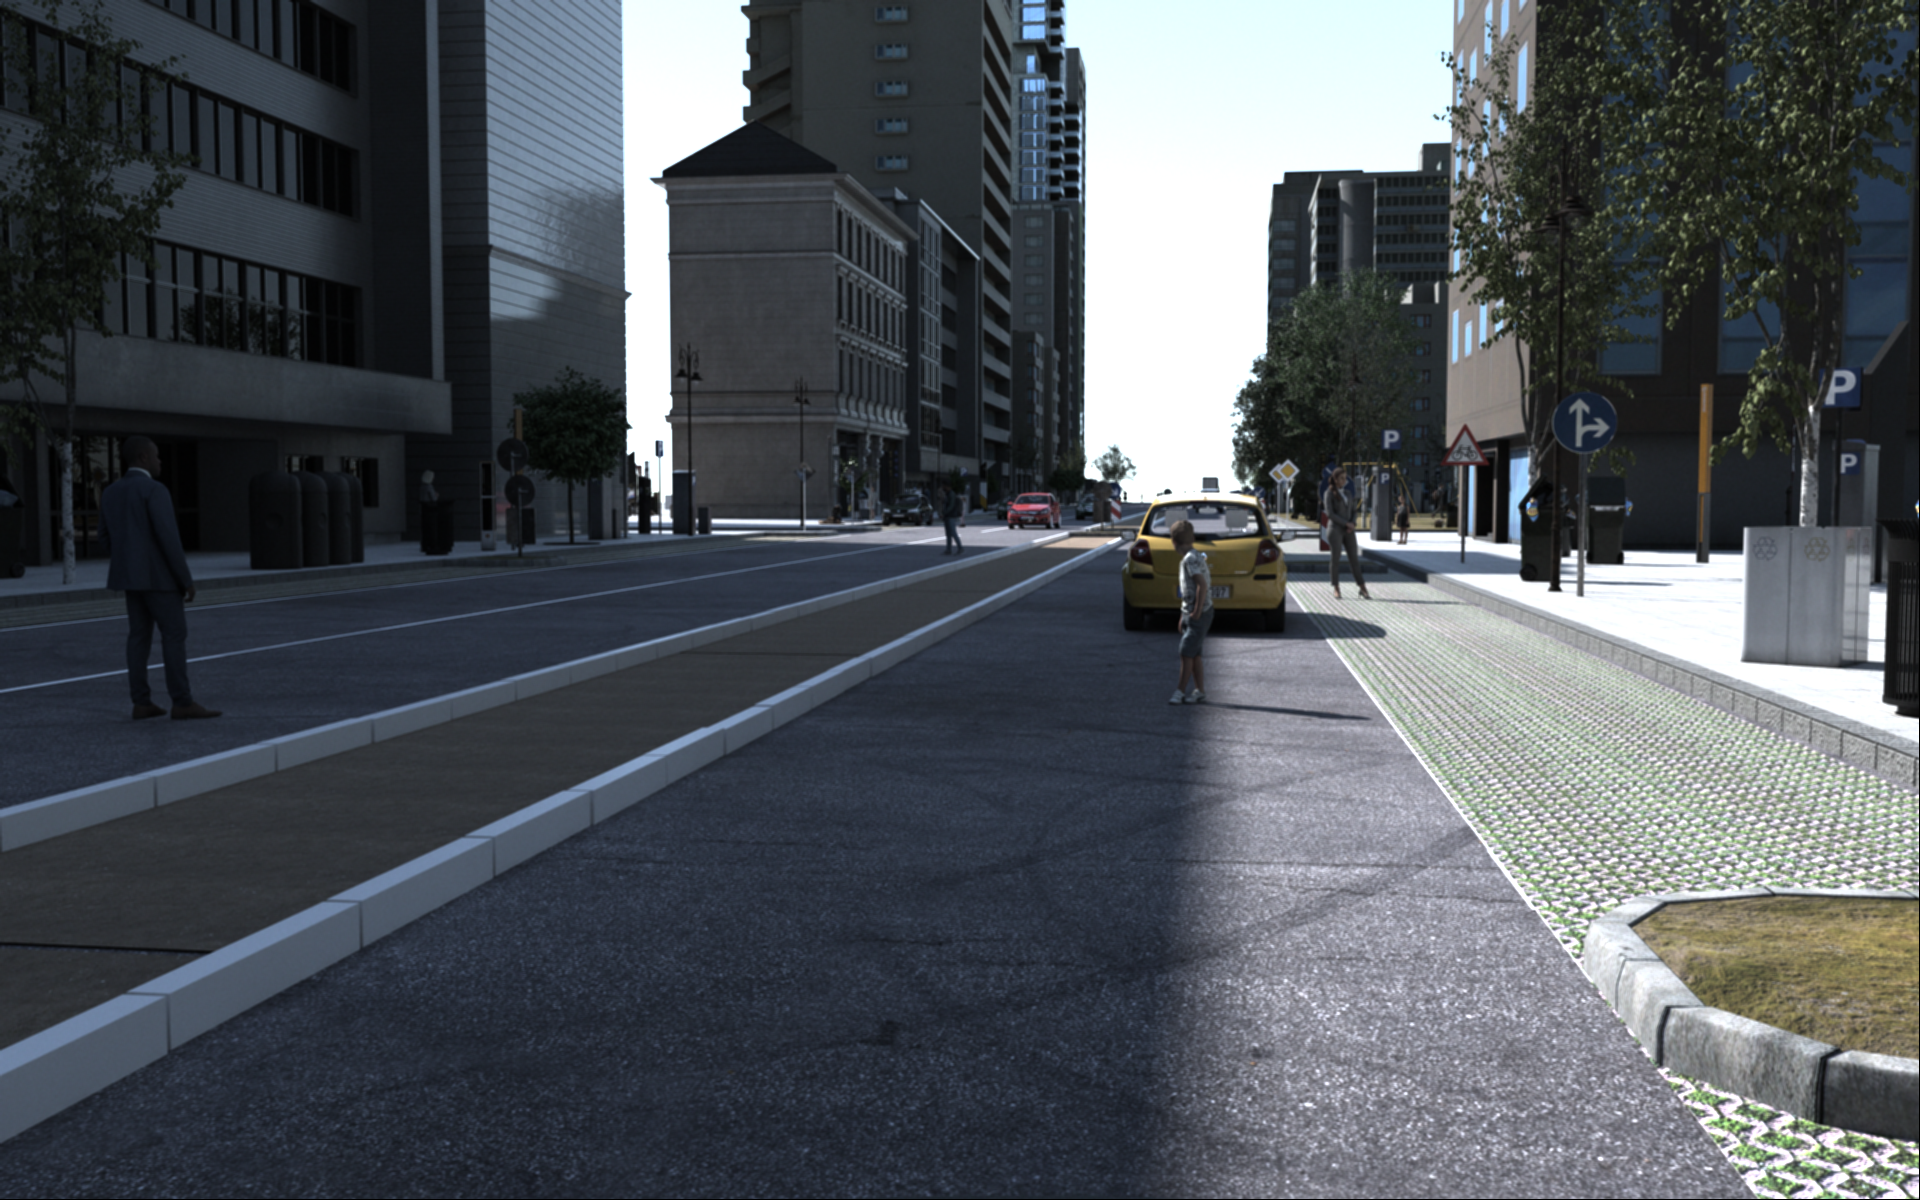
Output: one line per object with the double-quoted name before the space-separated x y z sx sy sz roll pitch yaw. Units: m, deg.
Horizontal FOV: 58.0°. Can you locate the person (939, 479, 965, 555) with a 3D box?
"person" -0.235 -1.939 40.558 0.721 1.781 0.623 -1 4 -20

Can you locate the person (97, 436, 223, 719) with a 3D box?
"person" -5.156 -0.144 11.045 0.721 1.800 0.419 1 4 17

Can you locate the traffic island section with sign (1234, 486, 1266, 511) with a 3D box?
"traffic island section with sign" 14.989 -4.829 87.586 1.989 1.847 2.006 1 4 8

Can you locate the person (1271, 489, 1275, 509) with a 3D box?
"person" 27.056 -8.712 149.215 0.721 1.736 1.217 0 4 4

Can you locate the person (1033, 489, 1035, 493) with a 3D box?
"person" 6.856 -9.293 158.714 0.721 1.736 1.217 2 4 34

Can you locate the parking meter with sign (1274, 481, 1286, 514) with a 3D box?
"parking meter with sign" 21.091 -7.222 114.337 0.543 3.016 1.738 2 4 27

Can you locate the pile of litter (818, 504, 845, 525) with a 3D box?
"pile of litter" -5.471 -3.652 73.670 1.176 0.858 1.719 0 4 2

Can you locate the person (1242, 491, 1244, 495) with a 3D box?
"person" 43.727 -15.896 266.678 1.217 1.736 0.721 0 4 -6

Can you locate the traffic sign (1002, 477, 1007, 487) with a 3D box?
"traffic sign" 3.212 -8.105 132.619 0.768 2.556 0.104 1 4 16

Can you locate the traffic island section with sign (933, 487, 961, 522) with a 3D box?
"traffic island section with sign" -0.871 -4.966 89.824 1.989 1.847 2.006 1 4 8

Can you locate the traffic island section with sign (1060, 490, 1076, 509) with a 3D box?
"traffic island section with sign" 10.246 -9.597 165.537 1.989 1.847 2.006 1 4 8

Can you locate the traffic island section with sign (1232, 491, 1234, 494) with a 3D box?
"traffic island section with sign" 18.912 -6.460 114.255 1.989 1.847 2.006 1 4 8

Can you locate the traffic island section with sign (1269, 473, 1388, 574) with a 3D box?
"traffic island section with sign" 6.817 -1.434 32.068 1.989 1.847 2.006 1 4 8

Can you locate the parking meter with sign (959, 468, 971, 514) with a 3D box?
"parking meter with sign" 0.390 -7.176 113.595 0.543 3.016 1.738 -1 4 -12

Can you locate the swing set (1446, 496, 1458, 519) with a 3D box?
"swing set" 26.198 -5.496 87.473 2.862 2.851 3.119 1 4 10

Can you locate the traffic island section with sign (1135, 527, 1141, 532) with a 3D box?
"traffic island section with sign" 5.812 -3.505 65.442 2.006 1.907 1.989 1 4 8

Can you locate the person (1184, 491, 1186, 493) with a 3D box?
"person" 19.697 -8.730 151.925 1.217 1.739 0.721 2 4 25

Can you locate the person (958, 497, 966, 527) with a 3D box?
"person" 0.089 -3.800 74.913 0.394 1.301 0.425 -1 4 -16

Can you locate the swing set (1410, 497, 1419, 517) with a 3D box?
"swing set" 23.731 -6.053 96.578 2.862 2.851 3.119 0 4 -4

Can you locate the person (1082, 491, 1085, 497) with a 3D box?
"person" 17.716 -14.607 245.585 0.721 1.735 1.217 3 5 42

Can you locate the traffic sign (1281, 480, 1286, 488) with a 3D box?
"traffic sign" 23.476 -7.602 126.418 0.606 2.300 0.079 1 4 9

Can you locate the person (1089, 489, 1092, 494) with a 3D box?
"person" 9.304 -7.013 123.518 0.624 1.780 0.694 -1 4 -16

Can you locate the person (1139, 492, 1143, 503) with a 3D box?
"person" 30.591 -17.299 292.013 0.721 1.739 1.217 -2 4 -29

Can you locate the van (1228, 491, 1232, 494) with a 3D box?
"van" 32.531 -12.146 205.605 2.013 2.044 4.112 0 4 8

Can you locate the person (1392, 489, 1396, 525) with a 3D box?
"person" 17.955 -4.033 72.407 0.576 1.772 0.534 2 4 28

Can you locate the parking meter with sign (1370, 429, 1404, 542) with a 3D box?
"parking meter with sign" 11.593 -3.130 47.430 0.543 3.016 1.738 0 4 1

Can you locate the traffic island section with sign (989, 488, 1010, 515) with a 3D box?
"traffic island section with sign" 3.046 -6.602 116.570 1.989 1.847 2.006 1 4 8

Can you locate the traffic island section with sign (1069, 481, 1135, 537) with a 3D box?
"traffic island section with sign" 4.725 -3.057 58.114 2.006 1.907 1.989 1 4 8

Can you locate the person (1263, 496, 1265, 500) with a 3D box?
"person" 40.854 -13.819 232.696 0.721 1.735 1.217 -2 4 -34

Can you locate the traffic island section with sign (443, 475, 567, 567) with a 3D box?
"traffic island section with sign" -8.991 -1.591 34.638 1.989 1.847 2.006 1 4 8

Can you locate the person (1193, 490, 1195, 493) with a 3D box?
"person" 22.748 -9.780 168.388 1.348 1.826 0.705 -3 5 -44

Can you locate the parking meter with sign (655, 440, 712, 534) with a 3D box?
"parking meter with sign" -8.874 -3.637 55.727 1.738 3.016 0.543 1 4 11

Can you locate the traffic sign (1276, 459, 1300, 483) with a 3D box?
"traffic sign" 10.785 -3.346 56.902 0.795 2.593 0.064 1 4 8

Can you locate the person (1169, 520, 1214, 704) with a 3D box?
"person" 1.572 0.082 11.839 0.352 1.250 0.332 3 4 36

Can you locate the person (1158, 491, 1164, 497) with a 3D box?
"person" 22.757 -11.424 196.016 1.217 1.736 0.721 2 4 31

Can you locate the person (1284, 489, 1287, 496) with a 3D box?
"person" 28.582 -8.875 151.701 0.434 1.755 0.990 2 4 29

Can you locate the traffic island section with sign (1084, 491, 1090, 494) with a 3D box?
"traffic island section with sign" 14.189 -11.234 192.308 1.989 1.847 2.006 1 4 8

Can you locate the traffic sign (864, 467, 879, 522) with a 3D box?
"traffic sign" -4.172 -4.939 80.854 0.768 2.556 0.104 1 4 12

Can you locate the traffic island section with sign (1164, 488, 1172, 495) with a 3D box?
"traffic island section with sign" 16.728 -8.052 139.786 2.006 1.907 1.989 1 4 8

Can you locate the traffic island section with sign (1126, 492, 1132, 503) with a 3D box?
"traffic island section with sign" 26.254 -16.254 274.382 1.989 1.847 2.006 1 4 8

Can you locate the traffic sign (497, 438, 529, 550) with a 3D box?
"traffic sign" -10.179 -2.403 39.390 0.768 2.556 0.104 1 4 10

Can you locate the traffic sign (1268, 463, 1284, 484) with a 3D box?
"traffic sign" 11.946 -3.830 64.803 0.795 2.593 0.064 1 4 8

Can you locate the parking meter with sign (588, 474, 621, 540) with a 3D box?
"parking meter with sign" -10.066 -3.202 48.621 0.543 3.016 1.738 1 4 12

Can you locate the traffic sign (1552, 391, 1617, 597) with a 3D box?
"traffic sign" 7.767 -1.315 21.608 0.768 2.556 0.104 1 4 13

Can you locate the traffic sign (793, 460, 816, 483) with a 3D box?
"traffic sign" -5.334 -3.492 59.283 0.795 2.593 0.064 1 4 8

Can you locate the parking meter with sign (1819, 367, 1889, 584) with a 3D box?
"parking meter with sign" 12.717 -1.730 24.539 0.543 3.016 1.738 3 5 44

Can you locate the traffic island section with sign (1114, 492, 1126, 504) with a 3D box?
"traffic island section with sign" 22.309 -14.618 247.625 1.989 1.847 2.006 1 4 8

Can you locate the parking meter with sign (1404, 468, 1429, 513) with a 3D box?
"parking meter with sign" 30.846 -7.394 117.155 1.738 3.016 0.543 -1 4 -16

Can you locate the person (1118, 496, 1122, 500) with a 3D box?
"person" 20.867 -13.183 227.271 0.697 1.427 0.421 0 4 4

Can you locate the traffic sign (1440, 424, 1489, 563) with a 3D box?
"traffic sign" 9.367 -1.969 32.193 0.884 2.594 0.081 1 4 11

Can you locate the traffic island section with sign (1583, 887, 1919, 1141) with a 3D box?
"traffic island section with sign" 2.788 0.248 4.568 1.989 1.847 2.006 1 4 8

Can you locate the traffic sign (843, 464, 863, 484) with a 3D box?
"traffic sign" -4.173 -3.975 67.184 0.795 2.593 0.064 1 4 8

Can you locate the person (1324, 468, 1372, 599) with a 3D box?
"person" 5.255 -0.899 23.465 0.520 1.790 0.573 -3 5 -45

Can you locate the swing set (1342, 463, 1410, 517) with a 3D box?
"swing set" 20.528 -5.495 87.470 3.119 2.851 2.862 3 4 38

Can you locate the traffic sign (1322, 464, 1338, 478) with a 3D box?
"traffic sign" 15.721 -4.483 73.408 0.768 2.556 0.104 1 4 17

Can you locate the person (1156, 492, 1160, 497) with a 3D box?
"person" 23.462 -11.969 205.109 0.541 1.710 0.530 -1 4 -13
